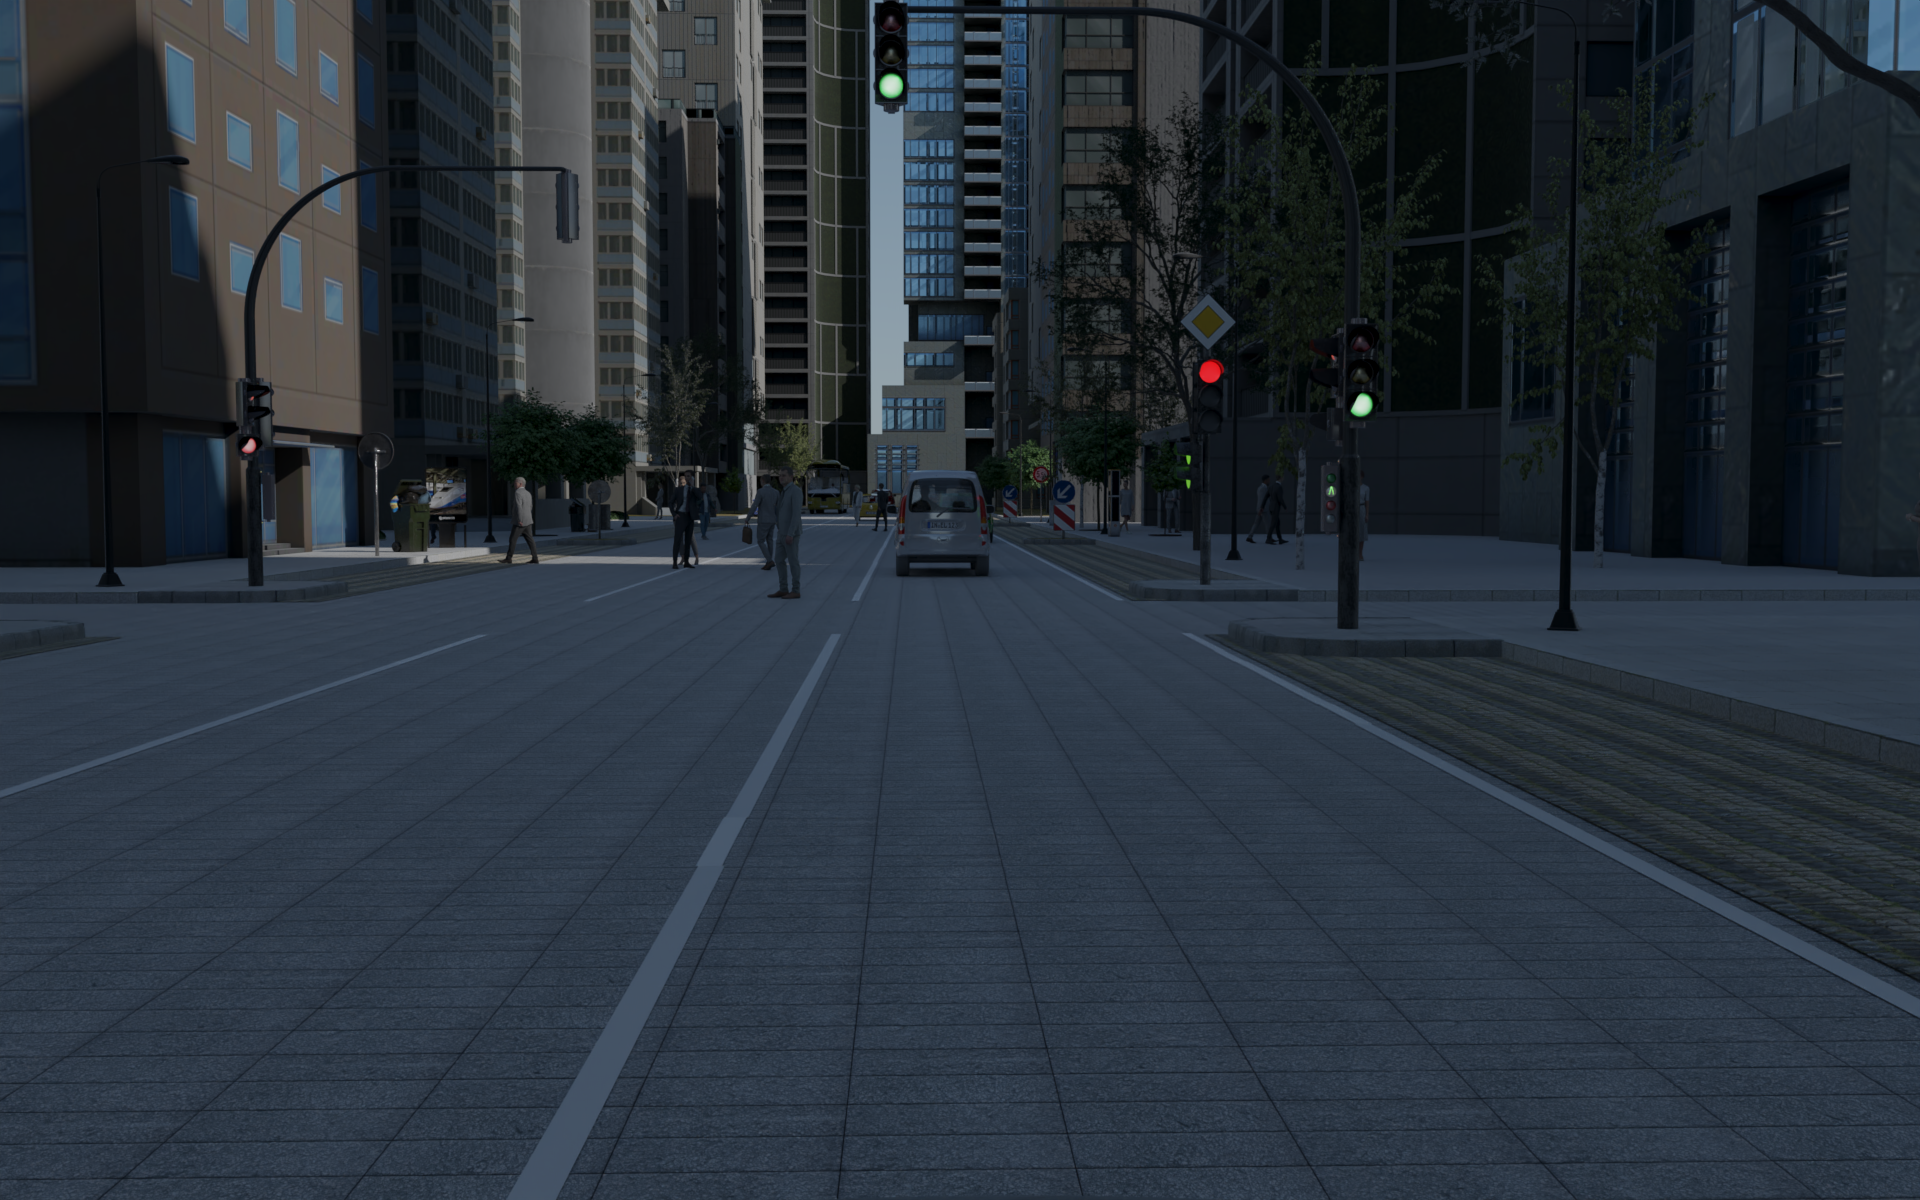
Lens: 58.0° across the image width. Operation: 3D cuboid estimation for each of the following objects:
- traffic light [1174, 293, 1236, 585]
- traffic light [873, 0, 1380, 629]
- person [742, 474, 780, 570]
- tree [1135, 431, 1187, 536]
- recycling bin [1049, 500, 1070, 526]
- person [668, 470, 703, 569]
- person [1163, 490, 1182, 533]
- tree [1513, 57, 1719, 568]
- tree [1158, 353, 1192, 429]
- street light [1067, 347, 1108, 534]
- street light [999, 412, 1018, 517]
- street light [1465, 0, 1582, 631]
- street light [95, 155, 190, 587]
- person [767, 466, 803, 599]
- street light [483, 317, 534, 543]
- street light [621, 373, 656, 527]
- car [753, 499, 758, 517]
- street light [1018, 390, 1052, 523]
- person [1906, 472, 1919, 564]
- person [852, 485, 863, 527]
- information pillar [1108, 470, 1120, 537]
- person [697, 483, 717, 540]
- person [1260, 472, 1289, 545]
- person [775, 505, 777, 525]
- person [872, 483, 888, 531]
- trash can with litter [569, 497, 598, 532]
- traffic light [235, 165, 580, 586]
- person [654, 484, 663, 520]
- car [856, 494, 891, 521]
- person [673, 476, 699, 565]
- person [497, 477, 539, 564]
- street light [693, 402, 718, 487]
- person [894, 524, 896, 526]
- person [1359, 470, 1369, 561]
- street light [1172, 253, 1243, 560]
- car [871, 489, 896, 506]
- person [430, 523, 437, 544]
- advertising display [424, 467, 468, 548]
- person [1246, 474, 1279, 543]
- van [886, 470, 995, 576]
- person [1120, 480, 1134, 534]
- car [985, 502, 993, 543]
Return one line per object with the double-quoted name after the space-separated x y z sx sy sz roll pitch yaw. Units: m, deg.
3.454 -2.171 24.416 0.839 4.253 0.868 0 4 -2 "traffic light"
1.585 -2.542 16.235 4.771 5.953 1.251 0 4 -2 "traffic light"
-3.692 -1.477 32.765 0.853 1.813 0.709 3 5 44 "person"
6.284 -3.550 52.646 1.663 3.219 1.824 0 3 0 "tree"
4.050 -3.540 70.435 0.722 1.027 0.722 1 4 15 "recycling bin"
-5.267 -1.559 33.358 0.648 1.900 0.474 -2 4 -27 "person"
7.040 -3.115 57.174 0.606 1.804 0.583 -2 4 -30 "person"
11.129 -4.878 30.112 4.737 8.622 4.395 0 3 0 "tree"
8.383 -7.493 72.878 4.360 8.622 3.978 0 3 0 "tree"
4.081 -5.041 54.962 1.470 5.913 1.316 0 4 -2 "street light"
2.901 -7.690 98.272 1.470 5.913 1.316 0 4 -2 "street light"
5.170 -2.669 16.174 1.470 5.913 1.316 0 4 -2 "street light"
-11.263 -3.140 23.887 1.470 5.913 1.316 0 4 -2 "street light"
-2.348 -0.927 23.755 0.391 1.810 0.635 -2 4 -32 "person"
-11.873 -4.468 45.589 1.470 5.913 1.316 0 4 -2 "street light"
-12.386 -5.763 66.760 1.470 5.913 1.316 0 4 -2 "street light"
-12.014 -6.068 108.809 1.945 1.707 3.694 0 4 -1 "car"
3.496 -6.395 77.102 1.470 5.913 1.316 0 4 -2 "street light"
10.581 -0.620 18.971 0.599 1.781 0.374 -3 5 -44 "person"
-4.501 -4.142 76.097 0.514 1.842 0.818 1 4 9 "person"
4.635 -2.911 52.094 0.304 2.012 0.304 -1 4 -12 "information pillar"
-8.014 -2.773 54.185 0.721 1.781 0.623 2 4 34 "person"
8.057 -2.328 43.885 0.755 1.850 0.659 -1 4 -18 "person"
-8.544 -4.097 80.980 0.738 1.151 1.012 -2 4 -29 "person"
-3.059 -3.558 66.447 0.659 1.850 0.755 -3 5 -42 "person"
-12.640 -2.872 58.346 1.055 1.170 0.624 0 4 6 "trash can with litter"
-7.713 -3.025 24.129 4.771 5.953 1.251 0 4 -2 "traffic light"
-15.222 -4.956 87.344 0.573 1.790 0.520 -1 4 -20 "person"
-4.745 -5.071 93.135 2.015 1.641 3.980 0 4 -2 "car"
-5.561 -1.603 34.988 0.520 1.790 0.573 -1 4 -17 "person"
-9.072 -1.630 35.548 0.834 1.777 0.661 0 4 2 "person"
-12.944 -7.057 87.931 1.470 5.913 1.316 0 4 -2 "street light"
-1.775 -2.569 56.000 0.738 1.151 1.012 0 4 -2 "person"
7.586 -1.625 33.180 0.480 1.755 0.524 1 4 16 "person"
4.787 -3.728 33.496 1.470 5.913 1.316 0 4 -2 "street light"
-6.045 -7.636 133.522 2.281 1.827 5.304 0 4 -3 "car"
-13.442 -2.358 44.508 0.656 1.842 0.836 -2 4 -35 "person"
-12.211 -2.200 41.178 0.974 1.923 0.123 -1 4 -21 "advertising display"
7.866 -2.367 45.023 0.850 1.792 0.678 0 4 -1 "person"
-0.344 -1.503 31.590 2.013 2.044 4.112 0 4 -1 "van"
5.309 -2.997 55.792 0.466 1.731 0.760 -3 4 -37 "person"
0.011 -2.656 52.229 1.959 1.807 4.718 0 4 -3 "car"
